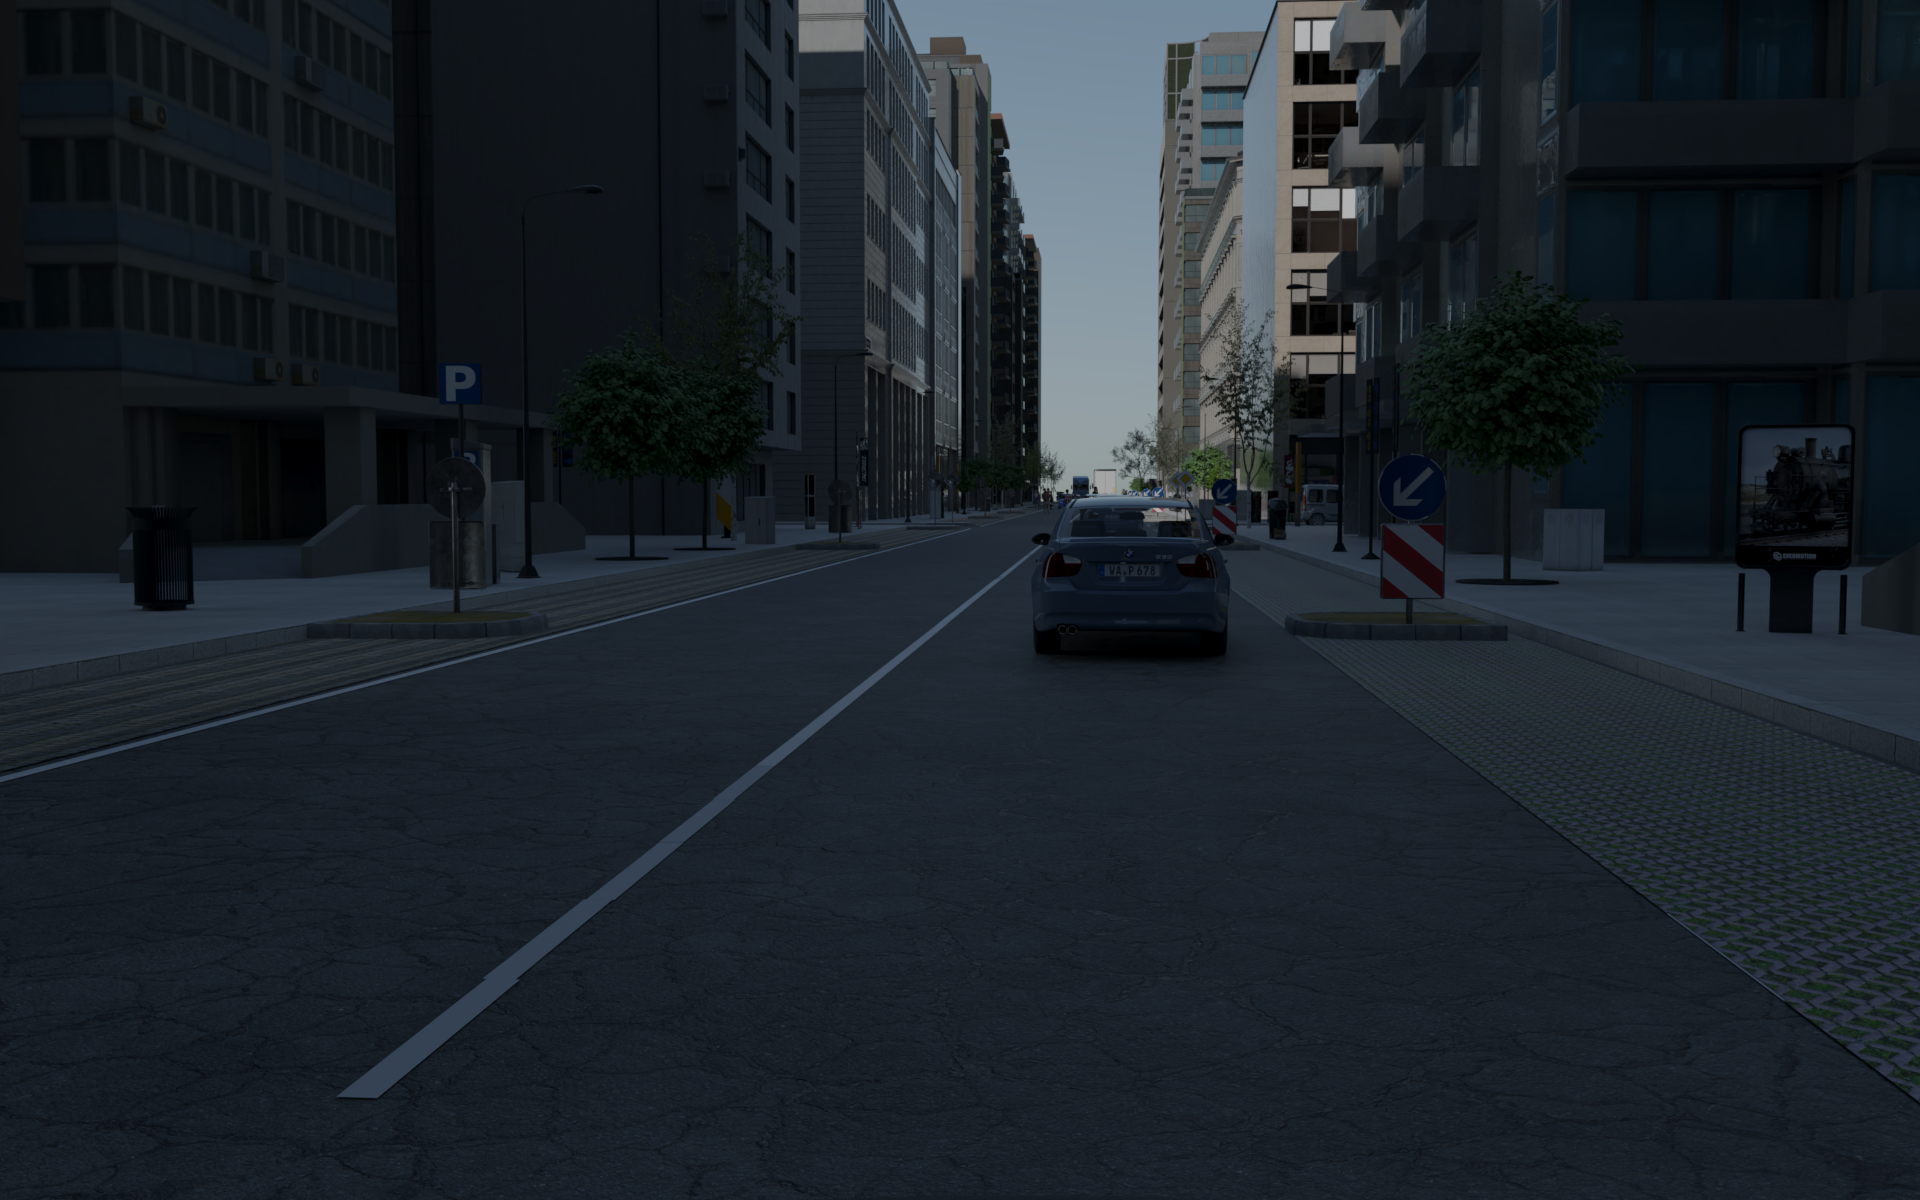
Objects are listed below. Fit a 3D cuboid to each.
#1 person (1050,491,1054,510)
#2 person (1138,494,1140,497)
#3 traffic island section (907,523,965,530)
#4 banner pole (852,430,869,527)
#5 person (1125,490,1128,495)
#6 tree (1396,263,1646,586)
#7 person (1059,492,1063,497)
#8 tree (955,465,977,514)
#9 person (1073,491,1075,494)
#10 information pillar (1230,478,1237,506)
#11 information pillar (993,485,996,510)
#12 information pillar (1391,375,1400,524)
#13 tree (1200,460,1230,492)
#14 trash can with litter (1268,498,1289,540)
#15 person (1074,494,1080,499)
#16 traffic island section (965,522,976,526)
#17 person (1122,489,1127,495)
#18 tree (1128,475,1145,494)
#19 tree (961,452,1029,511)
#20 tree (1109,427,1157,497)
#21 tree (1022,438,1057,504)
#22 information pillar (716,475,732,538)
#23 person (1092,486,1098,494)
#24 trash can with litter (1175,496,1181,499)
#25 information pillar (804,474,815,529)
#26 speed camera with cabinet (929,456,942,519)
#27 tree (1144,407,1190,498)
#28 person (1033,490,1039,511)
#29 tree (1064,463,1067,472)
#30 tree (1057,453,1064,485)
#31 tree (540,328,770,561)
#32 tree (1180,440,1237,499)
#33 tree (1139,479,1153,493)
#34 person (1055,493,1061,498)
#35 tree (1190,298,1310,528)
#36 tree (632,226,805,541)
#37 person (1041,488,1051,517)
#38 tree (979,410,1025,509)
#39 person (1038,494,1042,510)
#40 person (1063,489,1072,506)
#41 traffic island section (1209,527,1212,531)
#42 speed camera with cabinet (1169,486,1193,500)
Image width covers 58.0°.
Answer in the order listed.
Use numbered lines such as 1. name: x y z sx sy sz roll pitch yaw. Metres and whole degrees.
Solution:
1. person: 8.484 -9.201 159.644 0.721 1.735 1.217 0 4 -6
2. person: 16.559 -9.105 160.620 0.557 1.426 1.065 3 5 43
3. traffic island section: -1.028 -2.924 70.092 2.009 0.180 2.903 0 4 5
4. banner pole: -3.857 -4.743 67.558 0.863 3.779 0.401 3 5 40
5. person: 15.492 -9.337 161.185 0.705 1.821 1.348 -1 4 -15
6. tree: 7.975 -2.516 24.843 4.285 4.588 4.351 0 3 0
7. person: 11.829 -11.917 204.127 0.721 1.735 1.217 -1 4 -20
8. tree: 0.376 -7.337 114.555 1.663 3.219 1.824 0 3 0
9. person: 13.935 -12.343 210.864 0.434 1.755 0.990 2 4 30
10. information pillar: 12.770 -4.667 80.801 0.304 2.012 0.304 1 4 12
11. information pillar: 2.758 -8.185 138.313 0.304 2.012 0.304 0 3 0
12. information pillar: 8.527 -2.602 33.904 0.183 3.616 0.504 1 4 18
13. tree: 14.376 -6.331 98.116 1.663 3.219 1.824 0 3 0
14. trash can with litter: 9.069 -2.300 48.990 0.624 1.170 1.055 0 4 0
15. person: 11.783 -9.923 173.976 0.697 1.427 0.421 -1 4 -22
16. traffic island section: -0.362 -3.411 78.050 2.009 0.180 2.903 0 4 5
17. person: 13.112 -7.969 138.573 0.755 1.850 0.659 -1 4 -11
18. tree: 30.284 -18.949 293.524 4.285 4.588 4.351 0 3 0
19. tree: 3.015 -9.951 146.419 4.285 4.588 4.351 0 3 0
20. tree: 25.054 -18.609 238.670 8.767 10.594 7.601 -3 5 -40
21. tree: 9.618 -16.968 227.792 4.737 8.622 4.395 0 3 0
22. information pillar: -6.819 -3.593 50.105 0.504 3.616 0.183 -3 4 -38
23. person: 8.349 -5.989 105.783 0.474 1.900 0.648 -3 4 -36
24. trash can with litter: 15.697 -6.999 125.814 0.624 1.170 1.055 -1 4 -16
25. information pillar: -5.458 -3.579 63.002 0.304 2.012 0.304 -2 4 -30
26. speed camera with cabinet: -1.259 -5.819 89.476 0.660 3.252 2.038 0 4 0
27. tree: 17.454 -11.925 145.340 4.360 8.622 3.978 0 3 0
28. person: 6.578 -8.623 149.513 0.581 1.822 0.654 1 4 15
29. tree: 15.595 -20.764 289.849 4.737 8.622 4.395 0 3 0
30. tree: 11.671 -18.053 245.528 4.737 8.622 4.395 0 3 0
31. tree: -6.509 -3.068 33.873 4.285 4.588 4.351 0 3 0
32. tree: 15.008 -7.403 104.758 4.285 4.588 4.351 0 3 0
33. tree: 23.691 -13.728 219.046 1.663 3.219 1.824 0 3 0
34. person: 11.938 -12.055 206.324 1.217 1.736 0.721 1 4 13
35. tree: 10.881 -6.995 64.729 4.360 8.622 3.978 0 3 0
36. tree: -6.415 -5.919 47.132 4.737 8.622 4.395 0 3 0
37. person: 5.366 -6.028 107.031 0.573 1.828 0.580 3 5 40
38. tree: 3.679 -12.276 151.073 4.360 8.622 3.978 0 3 0
39. person: 7.048 -8.722 154.323 0.991 1.433 0.599 1 4 23
40. person: 6.290 -5.583 100.612 0.563 1.720 0.643 -2 4 -35
41. traffic island section: 9.028 -2.873 69.249 2.009 0.180 2.903 0 4 5
42. speed camera with cabinet: 19.047 -9.481 149.350 2.038 3.252 0.660 -2 4 -25
